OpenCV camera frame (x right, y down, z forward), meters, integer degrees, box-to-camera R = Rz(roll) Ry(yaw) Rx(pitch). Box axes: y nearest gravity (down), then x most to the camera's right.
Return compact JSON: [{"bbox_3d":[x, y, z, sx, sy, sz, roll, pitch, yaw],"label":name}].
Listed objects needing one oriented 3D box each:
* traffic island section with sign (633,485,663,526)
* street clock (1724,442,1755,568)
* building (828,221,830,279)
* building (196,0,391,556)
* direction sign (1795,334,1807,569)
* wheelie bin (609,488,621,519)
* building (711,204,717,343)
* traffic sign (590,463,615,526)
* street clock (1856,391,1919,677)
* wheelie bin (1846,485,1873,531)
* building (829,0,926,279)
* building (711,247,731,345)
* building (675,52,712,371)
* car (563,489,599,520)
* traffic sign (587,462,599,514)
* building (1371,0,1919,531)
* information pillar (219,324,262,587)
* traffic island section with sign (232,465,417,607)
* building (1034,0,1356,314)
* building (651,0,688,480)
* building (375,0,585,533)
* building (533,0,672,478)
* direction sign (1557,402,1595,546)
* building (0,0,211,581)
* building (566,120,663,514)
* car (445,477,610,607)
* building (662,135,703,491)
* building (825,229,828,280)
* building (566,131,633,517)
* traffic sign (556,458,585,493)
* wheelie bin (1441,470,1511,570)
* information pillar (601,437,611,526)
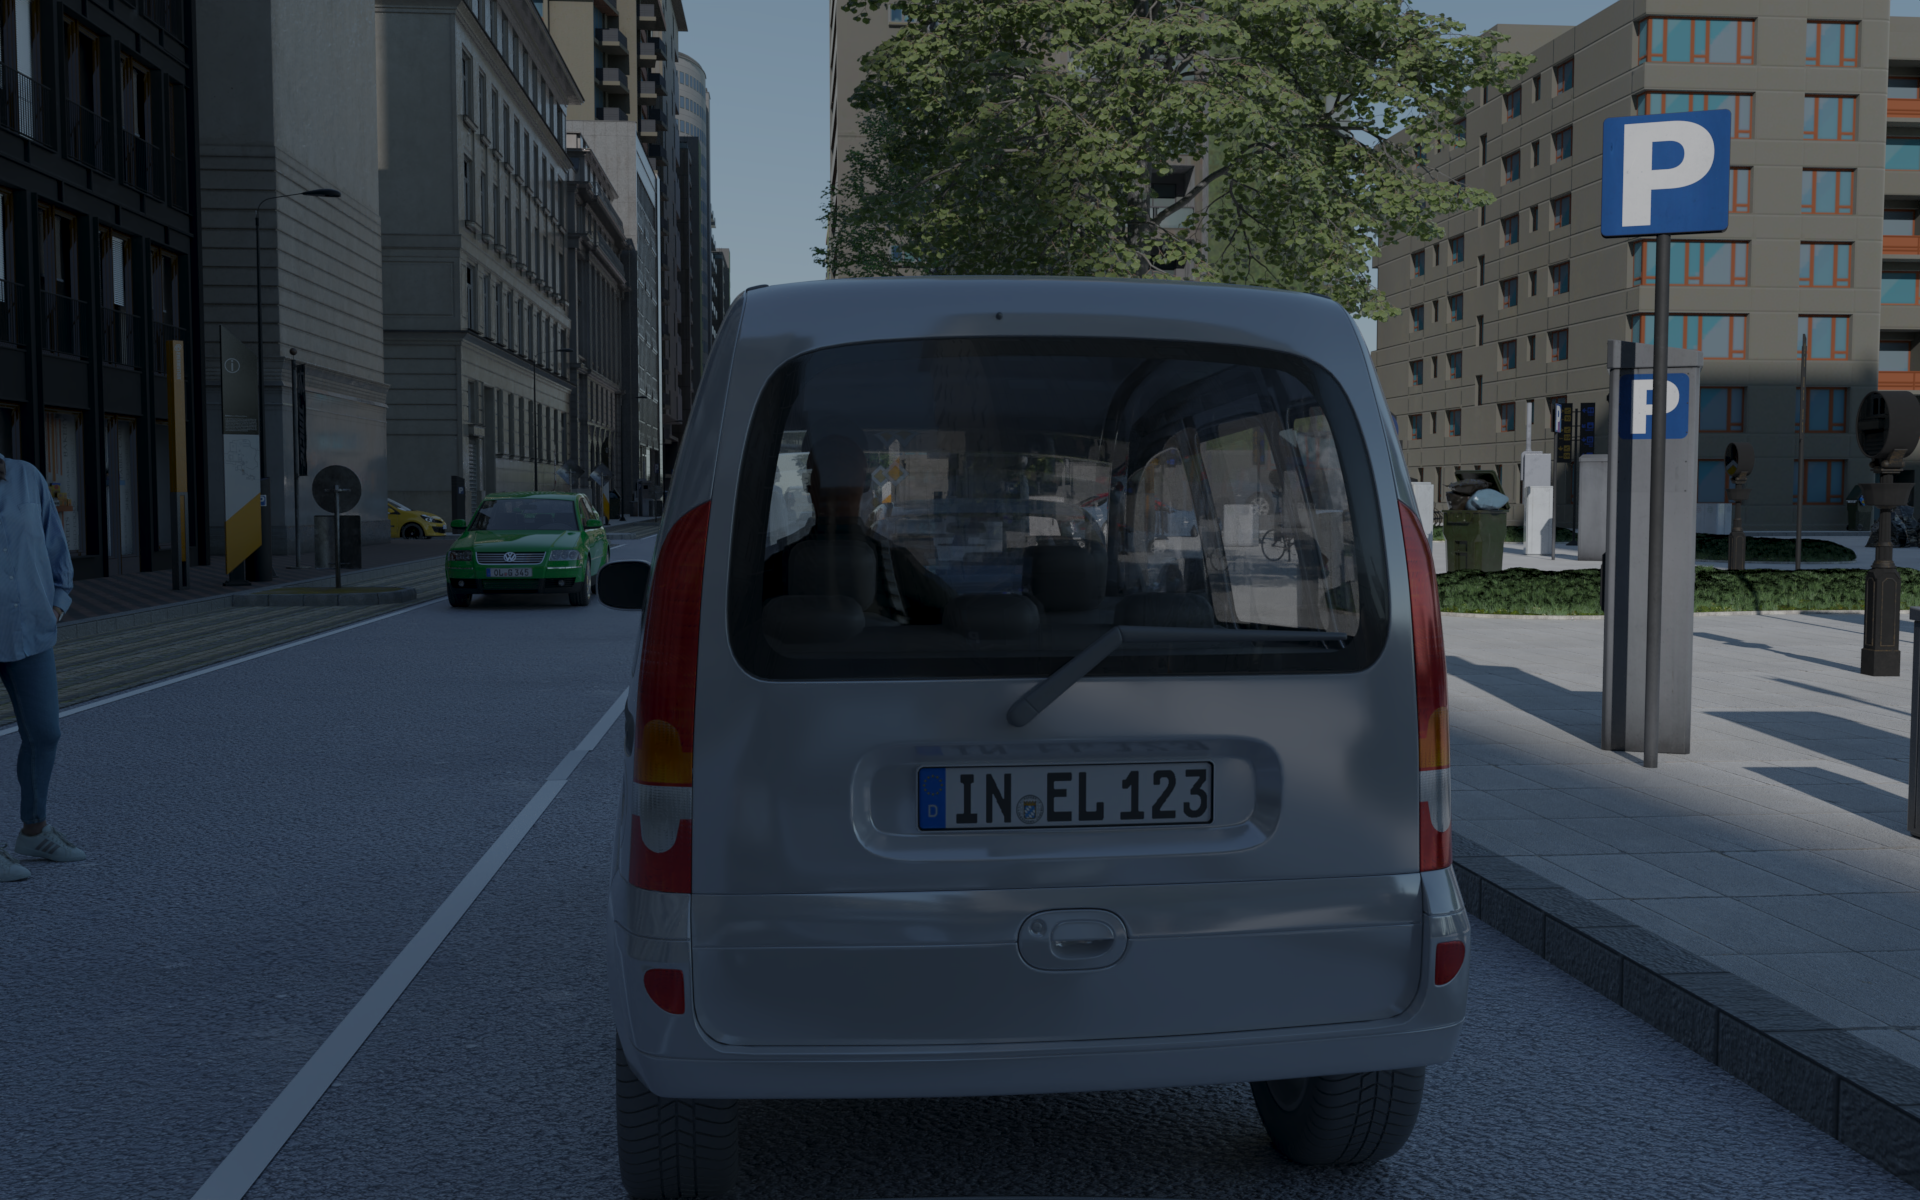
[{"bbox_3d":[-13.733,-4.271,78.466,1.989,1.847,2.006,0,4,-6],"label":"traffic island section with sign"},{"bbox_3d":[10.912,-1.207,24.299,0.358,2.002,0.471,0,4,1],"label":"street clock"},{"bbox_3d":[-12.407,-34.947,254.981,14.154,41.232,14.086,0,4,-6],"label":"building"},{"bbox_3d":[-23.348,-11.627,39.258,18.267,20.994,9.793,0,4,-6],"label":"building"},{"bbox_3d":[12.098,-2.013,24.913,0.379,3.537,0.876,2,4,27],"label":"direction sign"},{"bbox_3d":[-17.568,-4.897,87.981,0.693,1.594,0.980,-1,4,-9],"label":"wheelie bin"},{"bbox_3d":[-47.518,-38.959,256.591,23.786,49.044,30.456,0,4,-6],"label":"building"},{"bbox_3d":[-11.484,-3.179,55.618,0.795,2.450,0.064,0,4,-6],"label":"traffic sign"},{"bbox_3d":[6.513,-0.467,12.199,0.358,2.002,0.471,0,4,1],"label":"street clock"},{"bbox_3d":[31.045,-3.172,59.768,0.693,1.594,0.980,0,4,-6],"label":"wheelie bin"},{"bbox_3d":[1.841,-30.408,120.867,21.300,48.544,21.600,0,4,-6],"label":"building"},{"bbox_3d":[-44.233,-36.446,279.481,14.154,41.232,14.086,0,4,-6],"label":"building"},{"bbox_3d":[-43.826,-41.911,227.243,21.231,58.520,28.212,0,4,-6],"label":"building"},{"bbox_3d":[-10.041,-2.103,43.185,1.959,1.807,4.718,0,4,-5],"label":"car"},{"bbox_3d":[-14.865,-4.349,71.117,0.884,2.594,0.081,0,4,-3],"label":"traffic sign"},{"bbox_3d":[36.260,-14.012,74.139,28.899,21.520,27.650,0,4,-6],"label":"building"},{"bbox_3d":[-10.034,-2.005,24.136,0.504,3.616,0.183,-3,4,-37],"label":"information pillar"},{"bbox_3d":[-8.325,-0.875,22.927,1.989,1.847,2.006,0,4,-6],"label":"traffic island section with sign"},{"bbox_3d":[6.119,-23.357,65.478,14.086,41.232,14.154,0,4,-6],"label":"building"},{"bbox_3d":[-41.669,-35.526,170.089,28.713,52.752,27.495,0,4,-6],"label":"building"},{"bbox_3d":[-25.095,-14.504,70.431,16.112,22.955,30.059,0,4,-6],"label":"building"},{"bbox_3d":[-35.646,-29.849,142.656,22.147,44.769,28.867,0,4,-6],"label":"building"},{"bbox_3d":[15.288,-3.122,43.043,0.876,3.537,0.379,2,4,26],"label":"direction sign"},{"bbox_3d":[-18.854,-11.765,22.033,12.332,23.373,15.834,0,4,-6],"label":"building"},{"bbox_3d":[-27.431,-18.437,119.468,12.078,24.808,19.932,0,4,-6],"label":"building"},{"bbox_3d":[-5.782,-0.897,23.460,1.959,1.807,4.718,0,4,-7],"label":"car"},{"bbox_3d":[-35.949,-31.086,191.844,14.154,41.232,14.086,0,4,-6],"label":"building"},{"bbox_3d":[-10.315,-38.042,276.613,22.147,44.769,28.867,0,4,-6],"label":"building"},{"bbox_3d":[-26.150,-15.639,97.495,13.314,21.916,24.055,0,4,-6],"label":"building"},{"bbox_3d":[-10.711,-2.693,47.671,0.795,2.450,0.064,0,4,-6],"label":"traffic sign"},{"bbox_3d":[6.788,-0.910,22.794,0.693,1.594,0.980,-3,4,-36],"label":"wheelie bin"},{"bbox_3d":[-14.442,-4.844,70.560,0.183,3.616,0.504,1,4,14],"label":"information pillar"}]
